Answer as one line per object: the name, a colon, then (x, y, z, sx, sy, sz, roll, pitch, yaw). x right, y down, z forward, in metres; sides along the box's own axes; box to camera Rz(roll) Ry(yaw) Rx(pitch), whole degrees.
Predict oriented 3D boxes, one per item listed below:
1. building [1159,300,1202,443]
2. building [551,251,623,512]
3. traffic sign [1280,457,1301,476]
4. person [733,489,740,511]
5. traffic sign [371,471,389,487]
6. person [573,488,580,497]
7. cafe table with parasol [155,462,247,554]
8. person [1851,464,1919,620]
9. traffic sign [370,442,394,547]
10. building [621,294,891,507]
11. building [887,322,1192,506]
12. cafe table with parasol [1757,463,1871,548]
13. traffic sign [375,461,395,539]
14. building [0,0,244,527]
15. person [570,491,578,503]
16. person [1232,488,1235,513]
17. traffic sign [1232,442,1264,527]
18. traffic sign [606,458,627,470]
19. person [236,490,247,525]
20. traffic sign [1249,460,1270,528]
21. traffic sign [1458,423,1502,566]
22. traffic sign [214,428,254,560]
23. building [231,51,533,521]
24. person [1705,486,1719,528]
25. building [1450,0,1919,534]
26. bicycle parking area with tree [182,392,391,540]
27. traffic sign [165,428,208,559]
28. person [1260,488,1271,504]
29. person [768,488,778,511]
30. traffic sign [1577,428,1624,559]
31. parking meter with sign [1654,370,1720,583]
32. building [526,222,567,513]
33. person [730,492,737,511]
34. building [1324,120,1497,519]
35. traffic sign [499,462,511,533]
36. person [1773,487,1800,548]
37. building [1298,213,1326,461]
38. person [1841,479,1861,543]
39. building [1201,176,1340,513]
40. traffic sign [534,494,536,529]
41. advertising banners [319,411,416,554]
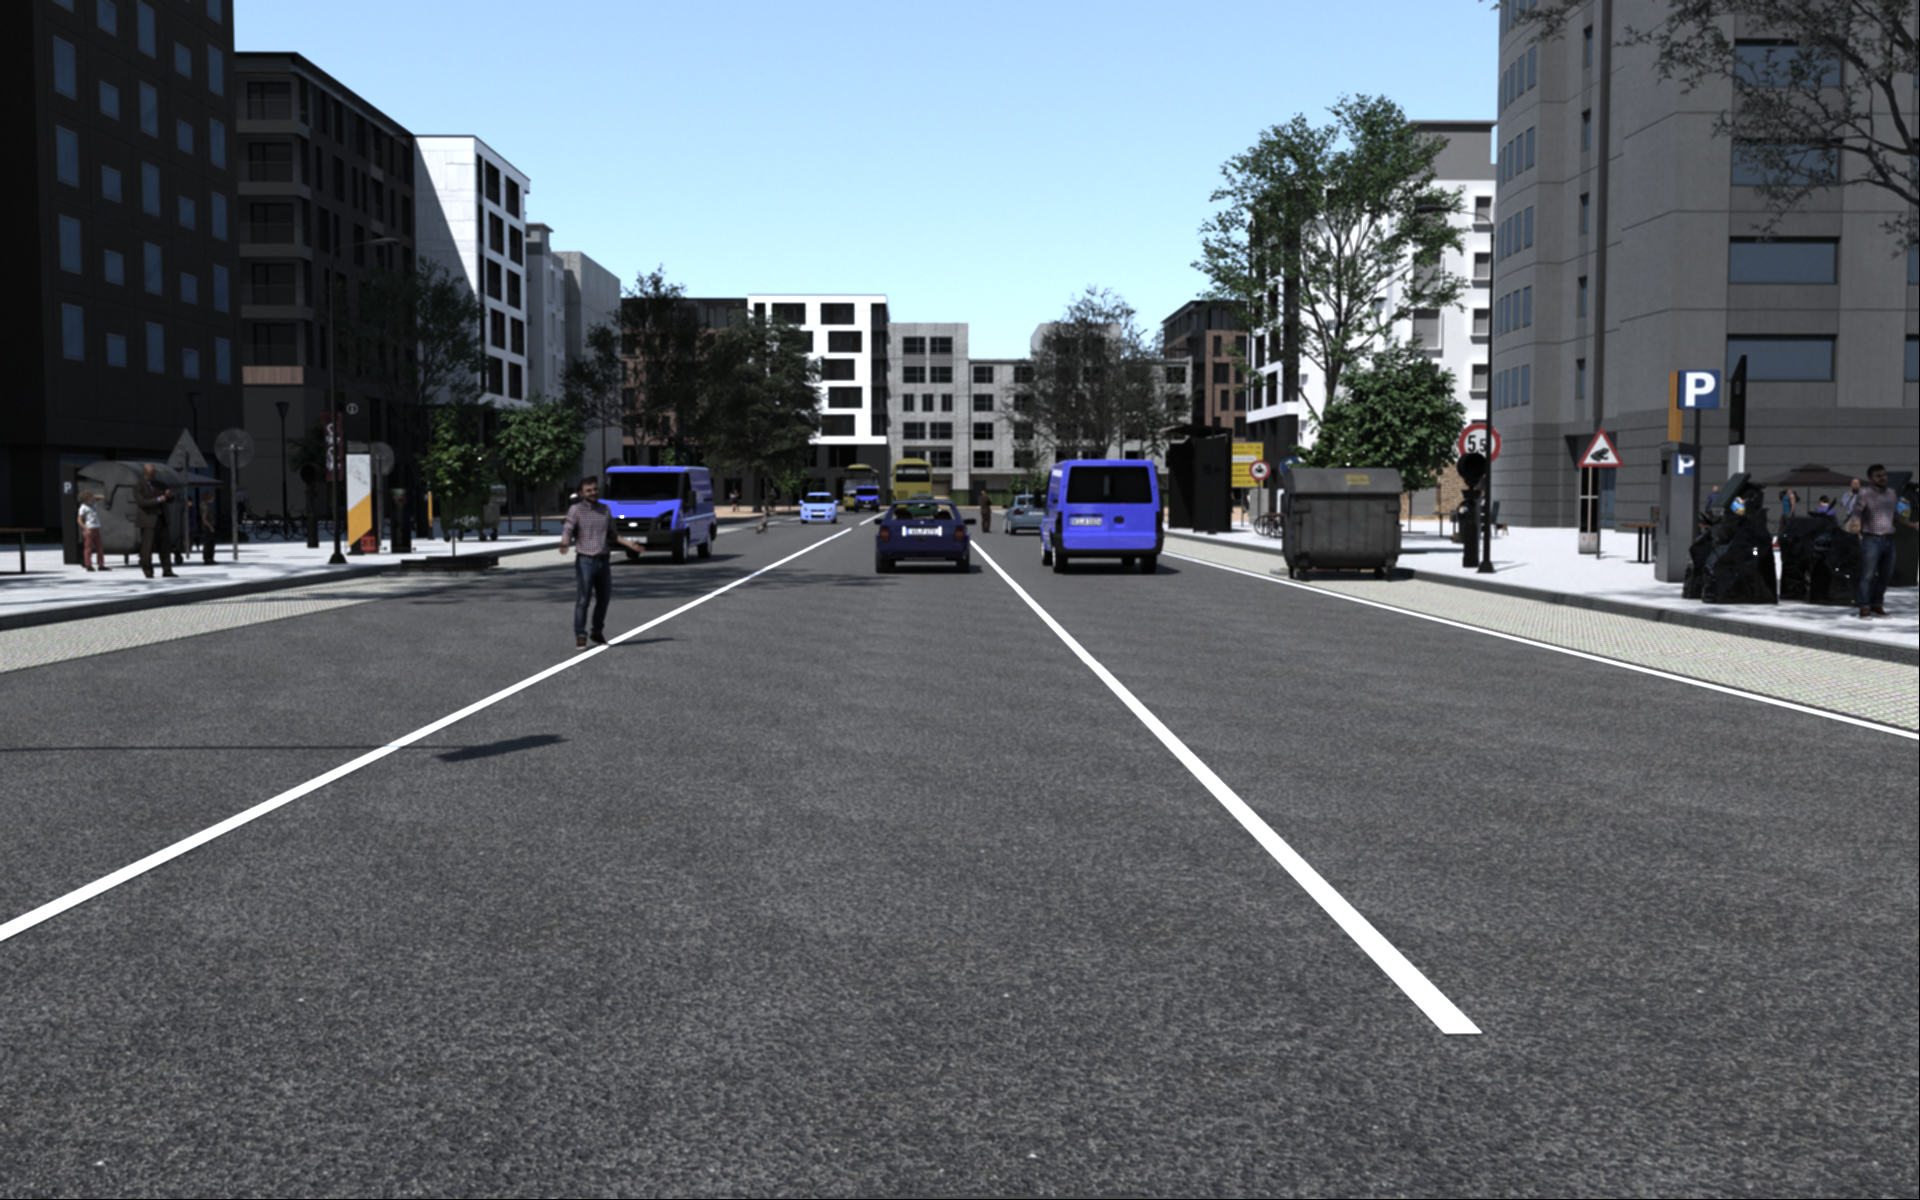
building: (40.361, -21.381, 193.555, 32.646, 21.610, 27.936, 0, 4, -1)
building: (-43.456, -16.379, 134.261, 31.486, 18.905, 16.747, 0, 4, -1)
traffic sign: (11.248, -3.597, 58.915, 0.768, 2.556, 0.104, 0, 4, 6)
person: (-16.961, -7.579, 131.432, 0.593, 1.643, 0.415, 0, 4, -6)
traffic sign: (-15.709, -2.833, 46.319, 0.884, 2.594, 0.081, 0, 4, 6)
person: (-22.932, -5.874, 103.550, 0.415, 1.643, 0.593, 1, 4, 11)
cafe table with parasol: (-17.327, -2.002, 37.594, 2.610, 1.966, 2.610, 0, 4, 4)
person: (9.411, -0.597, 17.757, 0.963, 1.587, 0.435, -1, 4, -21)
traffic sign: (-14.178, -2.576, 42.230, 0.768, 2.556, 0.104, 0, 4, 4)
building: (-24.120, -21.225, 190.997, 32.646, 21.610, 27.936, 0, 4, -1)
building: (8.037, -19.611, 187.100, 31.486, 18.905, 16.747, 0, 4, -1)
cafe table with parasol: (18.794, -2.049, 38.366, 2.610, 1.966, 2.610, -2, 4, -28)
traffic sign: (-16.355, -2.987, 48.951, 0.768, 2.556, 0.104, 0, 4, 5)
building: (-32.657, -24.720, 54.284, 14.600, 45.320, 14.200, 0, 4, -1)
person: (-22.389, -5.595, 100.705, 0.628, 1.438, 0.799, -2, 4, -35)
person: (18.505, -6.756, 117.226, 0.721, 1.735, 1.217, 1, 4, 10)
traffic sign: (10.705, -4.506, 67.550, 2.265, 3.308, 0.079, 0, 4, 6)
traffic sign: (-12.111, -3.728, 61.062, 0.768, 2.556, 0.104, 0, 4, 1)
person: (-30.240, -3.938, 72.636, 0.614, 1.554, 0.590, 0, 4, -4)
traffic sign: (11.150, -3.941, 64.546, 0.768, 2.556, 0.104, 0, 4, 7)
traffic sign: (9.286, -1.891, 31.031, 0.768, 2.556, 0.104, 0, 4, 4)
traffic sign: (-14.022, -2.039, 33.449, 0.768, 2.556, 0.104, 0, 4, 1)
building: (-41.459, -15.444, 96.481, 27.936, 21.610, 32.646, 0, 4, -1)
person: (20.066, -2.269, 45.839, 0.574, 1.496, 0.600, 2, 4, 32)
building: (32.214, -32.076, 66.437, 21.231, 58.520, 28.212, 0, 4, -1)
bicycle parking area with tree: (-21.217, -3.947, 51.529, 9.016, 4.147, 8.231, 1, 4, 18)
traffic sign: (-15.259, -2.089, 34.153, 0.884, 2.594, 0.081, 0, 4, 5)
person: (15.633, -5.093, 89.867, 0.990, 1.755, 0.434, 0, 4, 7)
person: (-14.135, -7.547, 130.165, 1.217, 1.736, 0.721, -3, 5, -43)
traffic sign: (12.537, -2.076, 33.949, 0.884, 2.594, 0.081, 0, 4, 8)
parking meter with sign: (10.495, -1.770, 25.193, 0.543, 3.016, 1.738, 1, 4, 9)
building: (-35.507, -16.037, 118.630, 16.016, 20.091, 11.380, 0, 4, -1)
person: (-16.833, -7.292, 128.500, 0.697, 1.427, 0.421, 3, 5, 42)
building: (29.166, -14.508, 93.628, 16.016, 20.091, 11.380, 0, 4, -1)
traffic sign: (-15.000, -3.520, 57.661, 0.768, 2.556, 0.104, 0, 4, 3)
person: (19.651, -2.041, 41.280, 0.662, 1.594, 0.647, -1, 4, -11)
building: (29.029, -15.216, 105.205, 16.016, 20.091, 11.380, 0, 4, -1)
person: (17.211, -1.539, 33.276, 0.516, 1.574, 0.319, 2, 4, 30)
building: (34.602, -17.352, 127.681, 27.936, 21.610, 32.646, 0, 4, -1)
traffic sign: (-15.547, -3.865, 63.297, 0.768, 2.556, 0.104, 0, 4, 4)
advertising banners: (-12.693, -2.503, 37.117, 2.074, 3.025, 0.090, -3, 5, -42)
